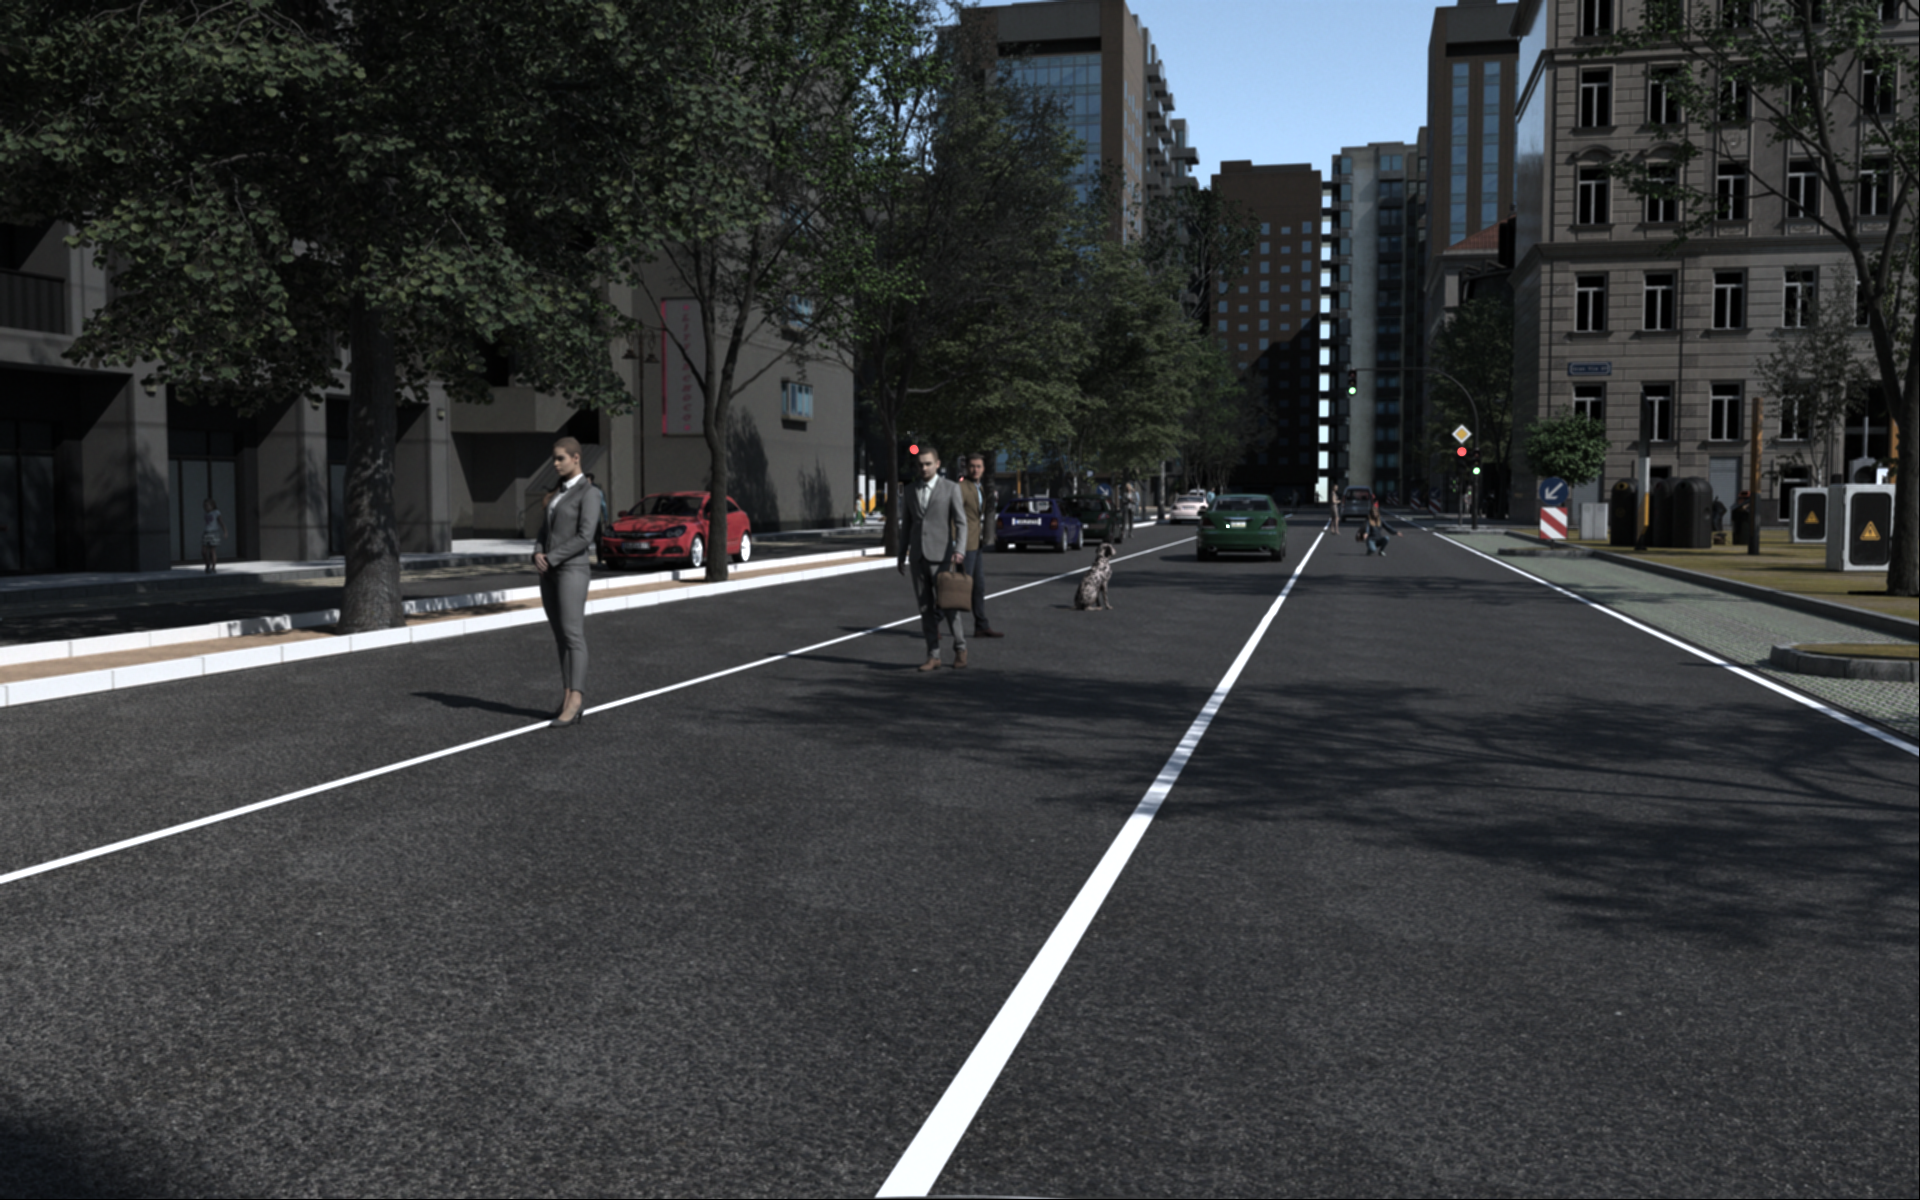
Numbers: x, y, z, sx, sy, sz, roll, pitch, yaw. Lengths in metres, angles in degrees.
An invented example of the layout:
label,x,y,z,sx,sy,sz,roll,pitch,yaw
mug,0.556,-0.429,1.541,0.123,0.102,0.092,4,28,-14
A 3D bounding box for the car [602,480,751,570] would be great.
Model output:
label,x,y,z,sx,sy,sz,roll,pitch,yaw
car,-5.531,-1.532,34.090,2.155,1.783,4.494,1,4,12

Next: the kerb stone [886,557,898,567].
label,x,y,z,sx,sy,sz,roll,pitch,yaw
kerb stone,-1.421,-0.732,34.157,0.120,0.150,1.000,1,4,13

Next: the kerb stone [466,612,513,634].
label,x,y,z,sx,sy,sz,roll,pitch,yaw
kerb stone,-4.998,0.252,18.152,0.120,0.150,1.000,1,4,13

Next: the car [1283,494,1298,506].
label,x,y,z,sx,sy,sz,roll,pitch,yaw
car,41.443,-12.521,216.514,2.131,1.459,4.920,1,4,12

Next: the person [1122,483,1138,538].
label,x,y,z,sx,sy,sz,roll,pitch,yaw
person,5.619,-2.968,57.216,0.537,1.800,0.526,0,4,8

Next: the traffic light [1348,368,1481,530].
label,x,y,z,sx,sy,sz,roll,pitch,yaw
traffic light,16.343,-5.356,62.238,4.771,5.953,1.251,1,4,13

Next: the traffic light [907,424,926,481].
label,x,y,z,sx,sy,sz,roll,pitch,yaw
traffic light,-1.667,-4.737,66.378,0.839,4.253,0.868,1,4,13

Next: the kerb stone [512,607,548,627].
label,x,y,z,sx,sy,sz,roll,pitch,yaw
kerb stone,-4.784,0.186,19.151,0.120,0.150,1.000,1,4,13

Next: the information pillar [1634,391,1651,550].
label,x,y,z,sx,sy,sz,roll,pitch,yaw
information pillar,15.540,-2.936,39.358,0.183,3.616,0.504,0,4,2

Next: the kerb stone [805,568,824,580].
label,x,y,z,sx,sy,sz,roll,pitch,yaw
kerb stone,-2.544,-0.424,29.145,0.120,0.150,1.000,1,4,13

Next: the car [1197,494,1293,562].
label,x,y,z,sx,sy,sz,roll,pitch,yaw
car,6.262,-1.620,38.277,2.131,1.459,4.920,1,4,12

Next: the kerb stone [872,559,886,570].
label,x,y,z,sx,sy,sz,roll,pitch,yaw
kerb stone,-1.648,-0.667,33.160,0.120,0.150,1.000,1,4,13

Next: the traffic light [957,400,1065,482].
label,x,y,z,sx,sy,sz,roll,pitch,yaw
traffic light,2.136,-6.060,73.749,4.771,5.953,1.251,1,4,13

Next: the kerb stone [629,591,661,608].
label,x,y,z,sx,sy,sz,roll,pitch,yaw
kerb stone,-4.105,0.003,22.143,0.120,0.150,1.000,1,4,13

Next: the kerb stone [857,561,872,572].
label,x,y,z,sx,sy,sz,roll,pitch,yaw
kerb stone,-1.875,-0.610,32.164,0.120,0.150,1.000,1,4,13

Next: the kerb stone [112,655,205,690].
label,x,y,z,sx,sy,sz,roll,pitch,yaw
kerb stone,-6.124,0.559,13.143,0.120,0.150,1.000,1,4,13

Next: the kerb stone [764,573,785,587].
label,x,y,z,sx,sy,sz,roll,pitch,yaw
kerb stone,-3.000,-0.303,27.149,0.120,0.150,1.000,1,4,13

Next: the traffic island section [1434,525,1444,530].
label,x,y,z,sx,sy,sz,roll,pitch,yaw
traffic island section,20.183,-2.908,69.821,2.009,0.180,2.903,1,4,13

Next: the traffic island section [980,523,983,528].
label,x,y,z,sx,sy,sz,roll,pitch,yaw
traffic island section,0.039,-3.182,74.314,2.009,0.180,2.903,1,4,13

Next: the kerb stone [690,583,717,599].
label,x,y,z,sx,sy,sz,roll,pitch,yaw
kerb stone,-3.658,-0.120,24.150,0.120,0.150,1.000,1,4,13

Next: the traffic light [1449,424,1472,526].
label,x,y,z,sx,sy,sz,roll,pitch,yaw
traffic light,20.147,-4.942,69.716,0.839,4.253,0.868,1,4,13

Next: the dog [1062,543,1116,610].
label,x,y,z,sx,sy,sz,roll,pitch,yaw
dog,1.543,-0.287,21.528,0.800,0.831,0.513,0,4,4

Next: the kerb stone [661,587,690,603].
label,x,y,z,sx,sy,sz,roll,pitch,yaw
kerb stone,-3.886,-0.059,23.154,0.120,0.150,1.000,1,4,13

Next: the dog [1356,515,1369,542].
label,x,y,z,sx,sy,sz,roll,pitch,yaw
dog,12.138,-2.154,52.060,0.513,0.831,0.800,0,4,-3

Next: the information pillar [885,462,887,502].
label,x,y,z,sx,sy,sz,roll,pitch,yaw
information pillar,-5.370,-8.214,125.649,0.183,3.616,0.504,0,4,4

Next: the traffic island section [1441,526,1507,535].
label,x,y,z,sx,sy,sz,roll,pitch,yaw
traffic island section,18.441,-2.431,62.028,2.009,0.180,2.903,1,4,13

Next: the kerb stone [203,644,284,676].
label,x,y,z,sx,sy,sz,roll,pitch,yaw
kerb stone,-5.903,0.492,14.151,0.120,0.150,1.000,1,4,13

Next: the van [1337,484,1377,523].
label,x,y,z,sx,sy,sz,roll,pitch,yaw
van,20.289,-4.981,88.452,2.013,2.044,4.112,1,4,12

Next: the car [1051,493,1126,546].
label,x,y,z,sx,sy,sz,roll,pitch,yaw
car,3.635,-2.407,49.144,2.009,1.686,4.222,1,4,12

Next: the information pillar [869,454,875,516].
label,x,y,z,sx,sy,sz,roll,pitch,yaw
information pillar,-5.127,-6.687,100.684,0.183,3.616,0.504,3,5,43

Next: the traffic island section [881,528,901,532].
label,x,y,z,sx,sy,sz,roll,pitch,yaw
traffic island section,-1.704,-2.706,66.521,2.009,0.180,2.903,1,4,13

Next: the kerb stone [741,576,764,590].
label,x,y,z,sx,sy,sz,roll,pitch,yaw
kerb stone,-3.218,-0.236,26.151,0.120,0.150,1.000,1,4,13

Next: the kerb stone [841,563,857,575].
label,x,y,z,sx,sy,sz,roll,pitch,yaw
kerb stone,-2.096,-0.549,31.165,0.120,0.150,1.000,1,4,13

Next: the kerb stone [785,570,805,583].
label,x,y,z,sx,sy,sz,roll,pitch,yaw
kerb stone,-2.776,-0.361,28.149,0.120,0.150,1.000,1,4,13

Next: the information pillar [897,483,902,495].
label,x,y,z,sx,sy,sz,roll,pitch,yaw
information pillar,-3.963,-6.647,113.176,0.304,2.012,0.304,-3,5,-43

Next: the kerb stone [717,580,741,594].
label,x,y,z,sx,sy,sz,roll,pitch,yaw
kerb stone,-3.440,-0.181,25.149,0.120,0.150,1.000,1,4,13

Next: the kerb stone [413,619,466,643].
label,x,y,z,sx,sy,sz,roll,pitch,yaw
kerb stone,-5.218,0.310,17.154,0.120,0.150,1.000,1,4,13

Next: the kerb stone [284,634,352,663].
label,x,y,z,sx,sy,sz,roll,pitch,yaw
kerb stone,-5.678,0.431,15.160,0.120,0.150,1.000,1,4,13

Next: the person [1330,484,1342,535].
label,x,y,z,sx,sy,sz,roll,pitch,yaw
person,13.166,-3.174,60.738,0.374,1.781,0.599,0,4,0

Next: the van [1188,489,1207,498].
label,x,y,z,sx,sy,sz,roll,pitch,yaw
van,19.872,-8.452,145.209,2.013,2.044,4.112,1,4,14

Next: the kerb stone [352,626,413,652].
label,x,y,z,sx,sy,sz,roll,pitch,yaw
kerb stone,-5.450,0.372,16.157,0.120,0.150,1.000,1,4,13

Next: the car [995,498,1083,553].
label,x,y,z,sx,sy,sz,roll,pitch,yaw
car,2.018,-1.884,43.378,1.945,1.354,3.894,1,4,13

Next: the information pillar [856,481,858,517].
label,x,y,z,sx,sy,sz,roll,pitch,yaw
information pillar,-5.584,-5.591,95.912,0.304,2.012,0.304,1,4,23

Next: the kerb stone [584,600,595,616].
label,x,y,z,sx,sy,sz,roll,pitch,yaw
kerb stone,-4.550,0.132,20.146,0.120,0.150,1.000,1,4,13

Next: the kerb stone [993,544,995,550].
label,x,y,z,sx,sy,sz,roll,pitch,yaw
kerb stone,0.809,-1.336,44.148,0.120,0.150,1.000,1,4,13

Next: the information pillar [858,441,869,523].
label,x,y,z,sx,sy,sz,roll,pitch,yaw
information pillar,-4.299,-5.163,75.776,0.183,3.616,0.504,2,4,29

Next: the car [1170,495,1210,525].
label,x,y,z,sx,sy,sz,roll,pitch,yaw
car,10.955,-4.238,81.651,2.083,1.381,4.827,1,4,12

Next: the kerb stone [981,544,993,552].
label,x,y,z,sx,sy,sz,roll,pitch,yaw
kerb stone,0.591,-1.281,43.143,0.120,0.150,1.000,1,4,13

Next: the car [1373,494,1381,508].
label,x,y,z,sx,sy,sz,roll,pitch,yaw
car,26.351,-6.361,113.046,2.155,1.783,4.494,1,4,12

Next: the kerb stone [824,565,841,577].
label,x,y,z,sx,sy,sz,roll,pitch,yaw
kerb stone,-2.319,-0.486,30.151,0.120,0.150,1.000,1,4,13

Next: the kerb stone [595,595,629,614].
label,x,y,z,sx,sy,sz,roll,pitch,yaw
kerb stone,-4.331,0.064,21.146,0.120,0.150,1.000,1,4,13

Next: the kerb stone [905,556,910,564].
label,x,y,z,sx,sy,sz,roll,pitch,yaw
kerb stone,-1.205,-0.793,35.156,0.120,0.150,1.000,1,4,13
